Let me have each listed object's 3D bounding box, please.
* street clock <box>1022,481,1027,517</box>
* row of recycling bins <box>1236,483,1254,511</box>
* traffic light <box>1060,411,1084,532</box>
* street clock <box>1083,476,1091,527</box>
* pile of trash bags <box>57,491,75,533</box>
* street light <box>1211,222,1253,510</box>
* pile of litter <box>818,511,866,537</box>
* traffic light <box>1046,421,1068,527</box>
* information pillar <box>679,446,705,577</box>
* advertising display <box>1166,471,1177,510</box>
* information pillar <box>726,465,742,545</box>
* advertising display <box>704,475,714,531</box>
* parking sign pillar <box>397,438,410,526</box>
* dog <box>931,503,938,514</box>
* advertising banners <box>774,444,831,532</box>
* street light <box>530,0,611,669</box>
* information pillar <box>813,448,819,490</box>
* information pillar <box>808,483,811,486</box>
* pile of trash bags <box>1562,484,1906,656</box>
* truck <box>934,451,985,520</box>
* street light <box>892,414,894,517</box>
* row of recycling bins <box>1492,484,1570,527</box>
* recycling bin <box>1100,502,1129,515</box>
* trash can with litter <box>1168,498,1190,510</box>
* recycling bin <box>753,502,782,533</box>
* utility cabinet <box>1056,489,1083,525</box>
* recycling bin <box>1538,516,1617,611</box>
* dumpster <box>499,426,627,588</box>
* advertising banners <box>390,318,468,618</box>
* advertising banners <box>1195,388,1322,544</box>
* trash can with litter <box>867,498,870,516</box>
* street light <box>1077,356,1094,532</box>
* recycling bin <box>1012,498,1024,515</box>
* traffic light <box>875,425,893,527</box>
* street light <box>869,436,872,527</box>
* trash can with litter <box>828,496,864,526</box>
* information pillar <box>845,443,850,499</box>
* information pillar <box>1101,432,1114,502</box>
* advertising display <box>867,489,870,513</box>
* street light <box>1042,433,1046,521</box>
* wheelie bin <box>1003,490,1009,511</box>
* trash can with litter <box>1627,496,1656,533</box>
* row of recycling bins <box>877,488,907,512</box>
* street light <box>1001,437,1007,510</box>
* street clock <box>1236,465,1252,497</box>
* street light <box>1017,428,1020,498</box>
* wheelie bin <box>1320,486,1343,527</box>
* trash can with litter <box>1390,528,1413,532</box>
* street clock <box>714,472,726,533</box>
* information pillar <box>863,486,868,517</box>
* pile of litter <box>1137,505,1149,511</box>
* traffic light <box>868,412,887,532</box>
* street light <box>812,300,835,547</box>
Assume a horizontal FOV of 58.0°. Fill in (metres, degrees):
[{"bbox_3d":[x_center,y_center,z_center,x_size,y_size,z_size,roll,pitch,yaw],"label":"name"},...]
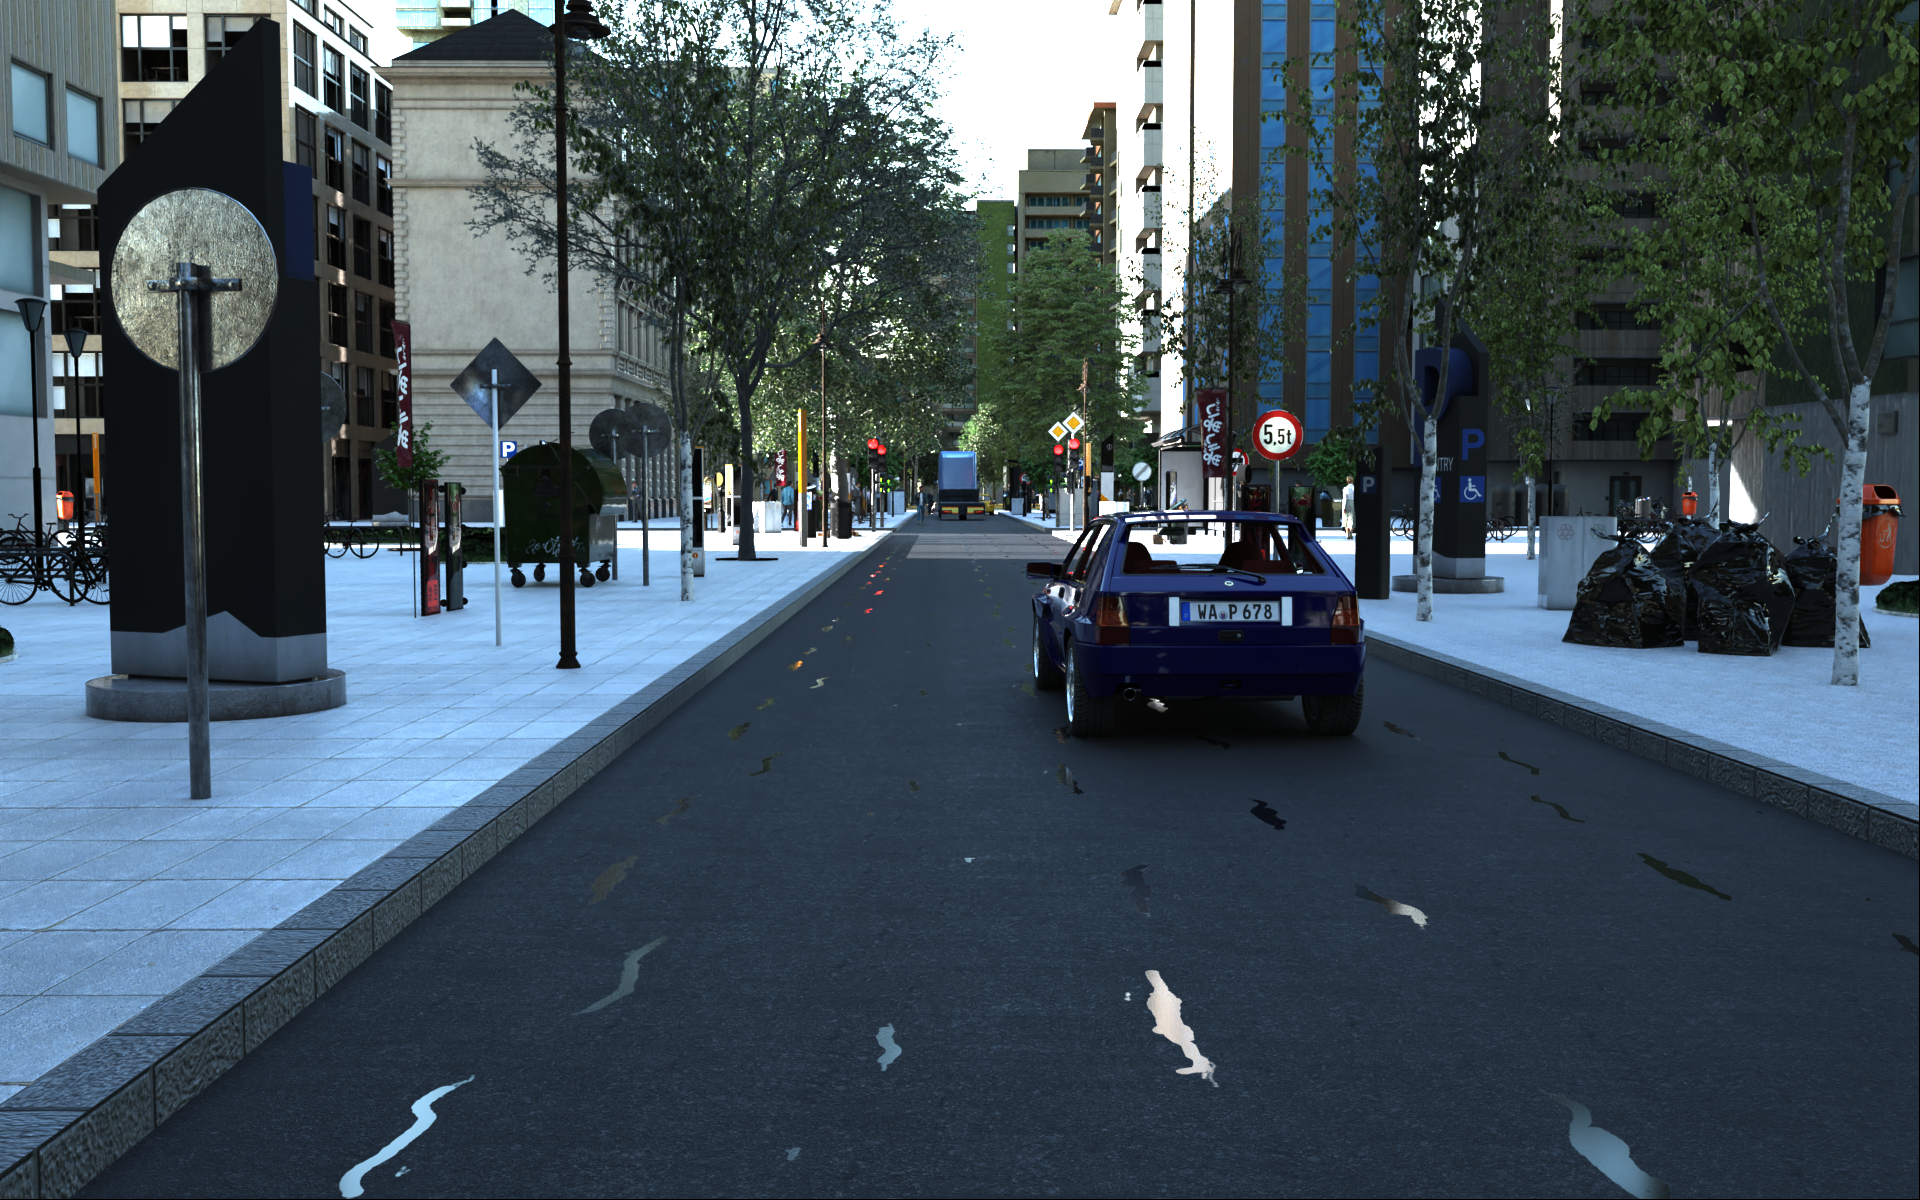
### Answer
[{"bbox_3d":[3.655,-5.728,98.220,0.358,2.002,0.471,0,4,5],"label":"street clock"},{"bbox_3d":[10.967,-3.713,67.828,1.069,1.692,3.534,0,4,-3],"label":"row of recycling bins"},{"bbox_3d":[3.840,-4.283,58.950,0.839,4.253,0.868,0,4,-1],"label":"traffic light"},{"bbox_3d":[5.008,-3.900,68.329,0.358,2.002,0.471,1,4,13],"label":"street clock"},{"bbox_3d":[-30.728,-2.957,58.099,3.447,1.369,1.912,2,4,34],"label":"pile of trash bags"},{"bbox_3d":[4.641,-3.481,29.706,0.468,5.910,1.993,0,4,-1],"label":"street light"},{"bbox_3d":[-3.595,-2.353,52.434,1.176,0.858,1.719,-2,4,-35],"label":"pile of litter"},{"bbox_3d":[3.764,-4.771,66.935,0.839,4.253,0.868,0,4,-1],"label":"traffic light"},{"bbox_3d":[-4.148,-1.365,26.815,0.304,2.012,0.304,-2,4,-25],"label":"information pillar"},{"bbox_3d":[5.923,-2.650,48.543,0.123,1.923,0.974,1,4,18],"label":"advertising display"},{"bbox_3d":[-5.661,-2.381,43.421,0.304,2.012,0.304,-3,5,-41],"label":"information pillar"},{"bbox_3d":[-8.883,-3.334,59.729,0.974,1.923,0.123,2,4,34],"label":"advertising display"},{"bbox_3d":[-22.626,-4.909,68.731,1.447,3.967,1.447,0,4,0],"label":"parking sign pillar"},{"bbox_3d":[-2.024,-6.711,126.568,0.800,0.831,0.513,3,5,44],"label":"dog"},{"bbox_3d":[-5.403,-3.840,58.972,2.074,3.025,0.090,1,4,14],"label":"advertising banners"},{"bbox_3d":[-2.892,-2.436,12.614,0.468,5.910,1.993,0,4,-1],"label":"street light"},{"bbox_3d":[-7.247,-5.856,87.104,0.183,3.616,0.504,-2,4,-31],"label":"information pillar"},{"bbox_3d":[-7.420,-4.847,83.733,0.304,2.012,0.304,3,4,37],"label":"information pillar"},{"bbox_3d":[7.045,-0.328,15.113,3.447,1.369,1.912,-2,4,-30],"label":"pile of trash bags"},{"bbox_3d":[-0.030,-6.936,103.166,2.967,4.110,18.799,0,4,-1],"label":"truck"},{"bbox_3d":[-3.772,-7.613,97.253,0.468,5.910,1.993,0,4,-1],"label":"street light"},{"bbox_3d":[22.832,-3.792,69.116,3.534,1.692,1.069,-1,4,-22],"label":"row of recycling bins"},{"bbox_3d":[5.087,-2.721,57.039,0.722,1.027,0.722,3,5,45],"label":"recycling bin"},{"bbox_3d":[5.323,-1.995,44.009,1.055,1.170,0.624,0,3,0],"label":"trash can with litter"},{"bbox_3d":[-6.391,-2.735,57.273,0.722,1.027,0.722,-3,5,-45],"label":"recycling bin"},{"bbox_3d":[4.422,-3.751,70.004,1.173,1.500,0.318,-2,4,-33],"label":"utility cabinet"},{"bbox_3d":[6.901,-0.418,19.382,0.722,1.027,0.722,1,4,10],"label":"recycling bin"},{"bbox_3d":[-5.623,-1.344,24.470,1.502,2.255,1.985,0,4,-1],"label":"dumpster"},{"bbox_3d":[-5.617,-1.355,18.340,0.090,3.025,2.074,0,4,3],"label":"advertising banners"},{"bbox_3d":[4.911,-1.979,28.550,2.074,3.025,0.090,0,4,6],"label":"advertising banners"},{"bbox_3d":[-6.005,-5.486,100.753,2.233,1.210,1.678,-1,4,-19],"label":"trash can with litter"},{"bbox_3d":[4.206,-5.231,58.312,0.468,5.910,1.993,0,4,-1],"label":"street light"},{"bbox_3d":[3.562,-5.721,106.100,0.722,1.027,0.722,1,4,11],"label":"recycling bin"},{"bbox_3d":[-2.996,-4.767,66.855,0.839,4.253,0.868,0,4,-1],"label":"traffic light"},{"bbox_3d":[-3.485,-5.799,67.605,0.468,5.910,1.993,0,4,-1],"label":"street light"},{"bbox_3d":[-5.299,-3.653,70.780,2.233,1.210,1.678,3,5,39],"label":"trash can with litter"},{"bbox_3d":[-4.522,-4.713,68.417,0.183,3.616,0.504,-3,4,-39],"label":"information pillar"},{"bbox_3d":[5.621,-4.561,65.924,0.504,3.616,0.183,1,4,15],"label":"information pillar"},{"bbox_3d":[-6.180,-6.722,115.115,0.974,1.923,0.123,-2,4,-23],"label":"advertising display"},{"bbox_3d":[4.018,-6.737,82.932,0.468,5.910,1.993,0,4,-1],"label":"street light"},{"bbox_3d":[3.743,-7.680,133.469,0.693,1.594,0.980,2,4,27],"label":"wheelie bin"},{"bbox_3d":[22.987,-2.821,57.180,2.233,1.210,1.678,0,4,-6],"label":"trash can with litter"},{"bbox_3d":[-5.328,-7.040,122.213,3.534,1.692,1.069,-2,4,-34],"label":"row of recycling bins"},{"bbox_3d":[3.553,-10.298,141.155,0.468,5.910,1.993,0,4,-1],"label":"street light"},{"bbox_3d":[6.994,-2.329,42.651,0.358,2.002,0.471,2,4,31],"label":"street clock"},{"bbox_3d":[3.822,-8.548,112.548,0.468,5.910,1.993,0,4,-1],"label":"street light"},{"bbox_3d":[14.298,-3.605,66.846,0.980,1.594,0.693,-3,5,-39],"label":"wheelie bin"},{"bbox_3d":[15.443,-2.922,58.840,2.233,1.210,1.678,0,4,6],"label":"trash can with litter"},{"bbox_3d":[-7.891,-3.221,57.228,0.471,2.002,0.358,3,5,42],"label":"street clock"},{"bbox_3d":[-5.260,-6.391,95.847,0.183,3.616,0.504,-1,4,-20],"label":"information pillar"},{"bbox_3d":[7.010,-3.224,66.680,1.719,0.858,1.176,1,4,14],"label":"pile of litter"},{"bbox_3d":[-2.921,-4.278,58.870,0.839,4.253,0.868,0,4,-1],"label":"traffic light"},{"bbox_3d":[-3.256,-4.204,41.529,0.468,5.910,1.993,0,4,-1],"label":"street light"}]
